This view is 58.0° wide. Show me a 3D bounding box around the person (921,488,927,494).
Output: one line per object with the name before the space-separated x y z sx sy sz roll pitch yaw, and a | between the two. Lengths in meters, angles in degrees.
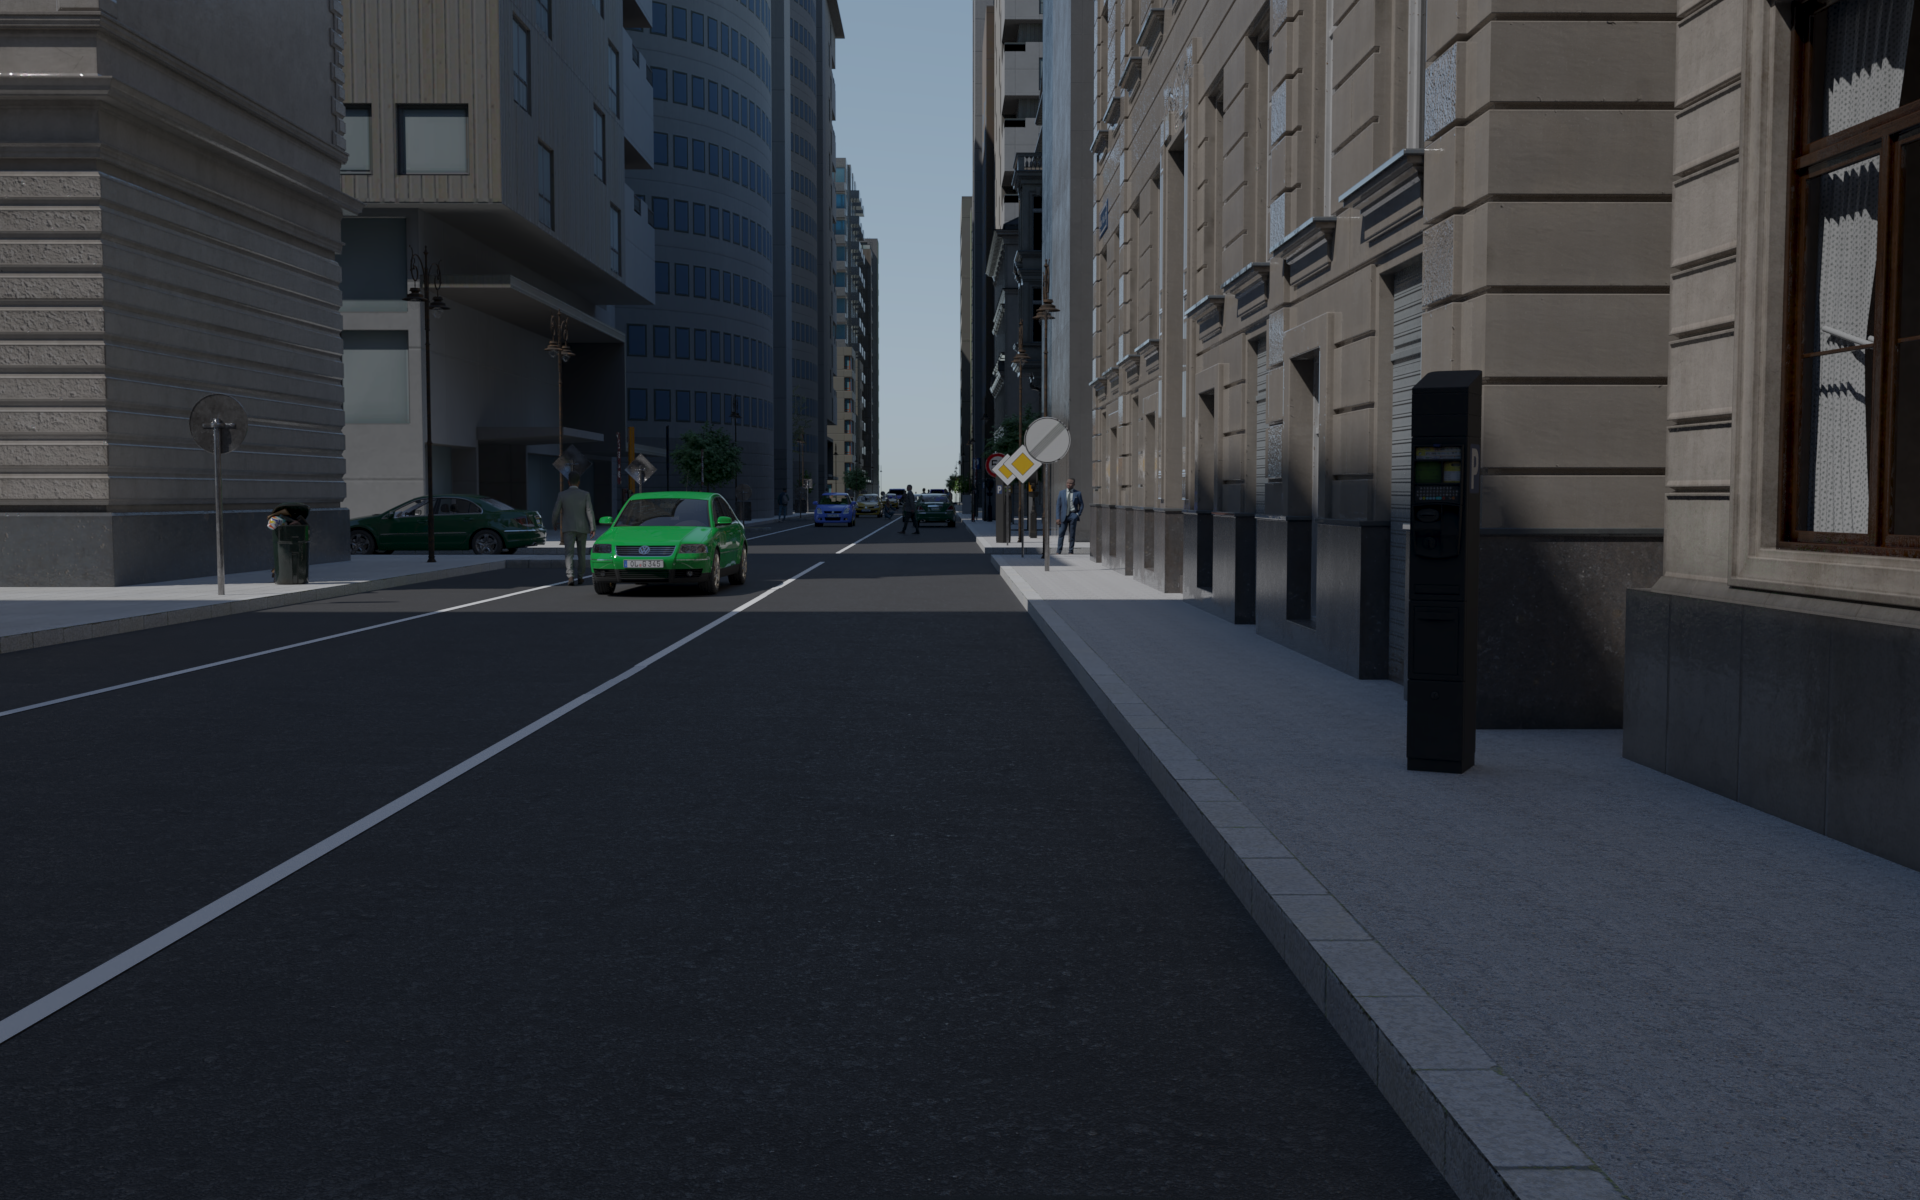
person | -1.929 -5.259 94.903 0.576 1.772 0.534 -2 4 -28

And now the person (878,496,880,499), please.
person | -9.942 -12.078 209.161 0.799 1.438 0.628 2 4 29

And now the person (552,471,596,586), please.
person | -6.073 -1.130 27.250 0.678 1.792 0.850 -1 4 -13

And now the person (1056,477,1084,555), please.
person | 2.411 -1.837 38.715 0.721 1.800 0.419 0 4 1

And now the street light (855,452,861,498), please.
street light | -11.729 -14.068 202.797 0.468 5.910 1.993 0 4 -1

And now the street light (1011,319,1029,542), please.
street light | 1.604 -4.468 45.844 0.468 5.910 1.993 0 4 -1

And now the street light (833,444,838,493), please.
street light | -11.168 -11.203 155.963 0.468 5.910 1.993 0 4 -1

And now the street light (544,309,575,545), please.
street light | -9.989 -4.316 43.358 0.468 5.910 1.993 0 4 -1

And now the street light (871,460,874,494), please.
street light | -12.029 -16.248 238.439 0.468 5.910 1.993 0 4 -1

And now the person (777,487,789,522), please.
person | -9.014 -4.865 88.395 0.623 1.781 0.721 0 4 -4

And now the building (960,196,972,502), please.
building | 10.778 -39.310 266.426 21.300 48.544 21.600 0 4 -1

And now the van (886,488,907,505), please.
van | -6.501 -10.759 180.300 2.240 2.365 5.245 0 4 1

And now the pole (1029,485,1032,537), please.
pole | 2.138 -3.544 51.795 0.158 3.312 0.155 0 3 0

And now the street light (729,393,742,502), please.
street light | -10.319 -6.541 79.739 0.468 5.910 1.993 0 4 -1

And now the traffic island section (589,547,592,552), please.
traffic island section | -7.938 -1.268 43.019 2.009 0.180 2.903 0 4 -1

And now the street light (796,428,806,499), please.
street light | -10.867 -8.998 119.912 0.468 5.910 1.993 0 4 -1

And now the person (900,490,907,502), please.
person | -4.792 -8.665 150.733 0.990 1.755 0.434 -1 4 -23

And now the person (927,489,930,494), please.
person | -2.496 -7.984 139.017 1.348 1.826 0.705 3 5 40

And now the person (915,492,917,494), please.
person | -5.528 -12.810 218.647 1.217 1.736 0.721 -1 4 -20

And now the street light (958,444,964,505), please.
street light | 0.318 -11.371 158.707 0.468 5.910 1.993 0 4 -1

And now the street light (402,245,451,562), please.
street light | -9.929 -3.644 32.368 0.468 5.910 1.993 0 4 -1

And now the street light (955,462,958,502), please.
street light | -0.074 -13.551 194.347 0.468 5.910 1.993 0 4 -1

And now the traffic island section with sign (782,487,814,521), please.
traffic island section with sign | -8.490 -5.141 92.677 1.989 1.847 2.006 0 4 -1

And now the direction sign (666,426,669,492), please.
direction sign | -9.735 -4.020 57.719 0.379 3.537 0.876 -1 4 -14

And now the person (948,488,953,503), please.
person | -0.565 -5.262 94.870 0.374 1.781 0.599 1 4 11

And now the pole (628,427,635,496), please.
pole | -9.983 -3.597 52.657 0.158 3.312 0.155 0 3 0

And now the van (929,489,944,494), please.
van | -2.775 -12.292 205.353 2.240 2.365 5.245 0 4 -2

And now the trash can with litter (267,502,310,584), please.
trash can with litter | -9.673 -0.820 24.791 0.624 1.170 1.055 -2 4 -33

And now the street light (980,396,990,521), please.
street light | 1.189 -6.657 81.623 0.468 5.910 1.993 0 4 -1

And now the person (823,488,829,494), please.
person | -7.878 -5.740 102.440 0.391 1.810 0.635 -3 5 -41

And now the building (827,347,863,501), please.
building | -26.651 -22.804 217.882 27.650 21.520 28.899 0 4 -1

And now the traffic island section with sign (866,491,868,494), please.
traffic island section with sign | -9.337 -9.872 170.027 1.989 1.847 2.006 0 4 -1

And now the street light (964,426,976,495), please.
street light | 0.684 -9.191 123.066 0.468 5.910 1.993 0 4 -1

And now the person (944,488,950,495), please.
person | -0.771 -6.174 109.703 0.793 1.790 0.793 -3 5 -42

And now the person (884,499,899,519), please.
person | -3.918 -5.128 97.836 1.012 1.151 0.738 -3 5 -43

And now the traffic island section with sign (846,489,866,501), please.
traffic island section with sign | -9.028 -8.199 142.681 1.989 1.847 2.006 0 4 -1

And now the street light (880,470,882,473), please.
street light | -12.524 -18.476 274.862 0.468 5.910 1.993 0 4 -1

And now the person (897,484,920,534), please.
person | -1.849 -3.240 61.864 0.834 1.777 0.661 0 4 -7

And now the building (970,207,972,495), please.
building | 8.498 -34.550 248.486 14.154 41.232 14.086 0 4 -1

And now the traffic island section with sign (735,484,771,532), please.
traffic island section with sign | -8.199 -3.492 65.724 1.989 1.847 2.006 0 4 -1

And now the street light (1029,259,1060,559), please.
street light | 1.693 -3.757 34.222 0.468 5.910 1.993 0 4 -1

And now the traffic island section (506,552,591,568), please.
traffic island section | -7.850 -0.780 35.034 2.009 0.180 2.903 0 4 -1

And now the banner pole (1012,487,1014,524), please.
banner pole | 2.025 -5.083 73.130 0.863 3.779 0.401 1 4 13

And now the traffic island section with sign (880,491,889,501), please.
traffic island section with sign | -10.227 -14.886 252.015 1.989 1.847 2.006 0 4 -1
